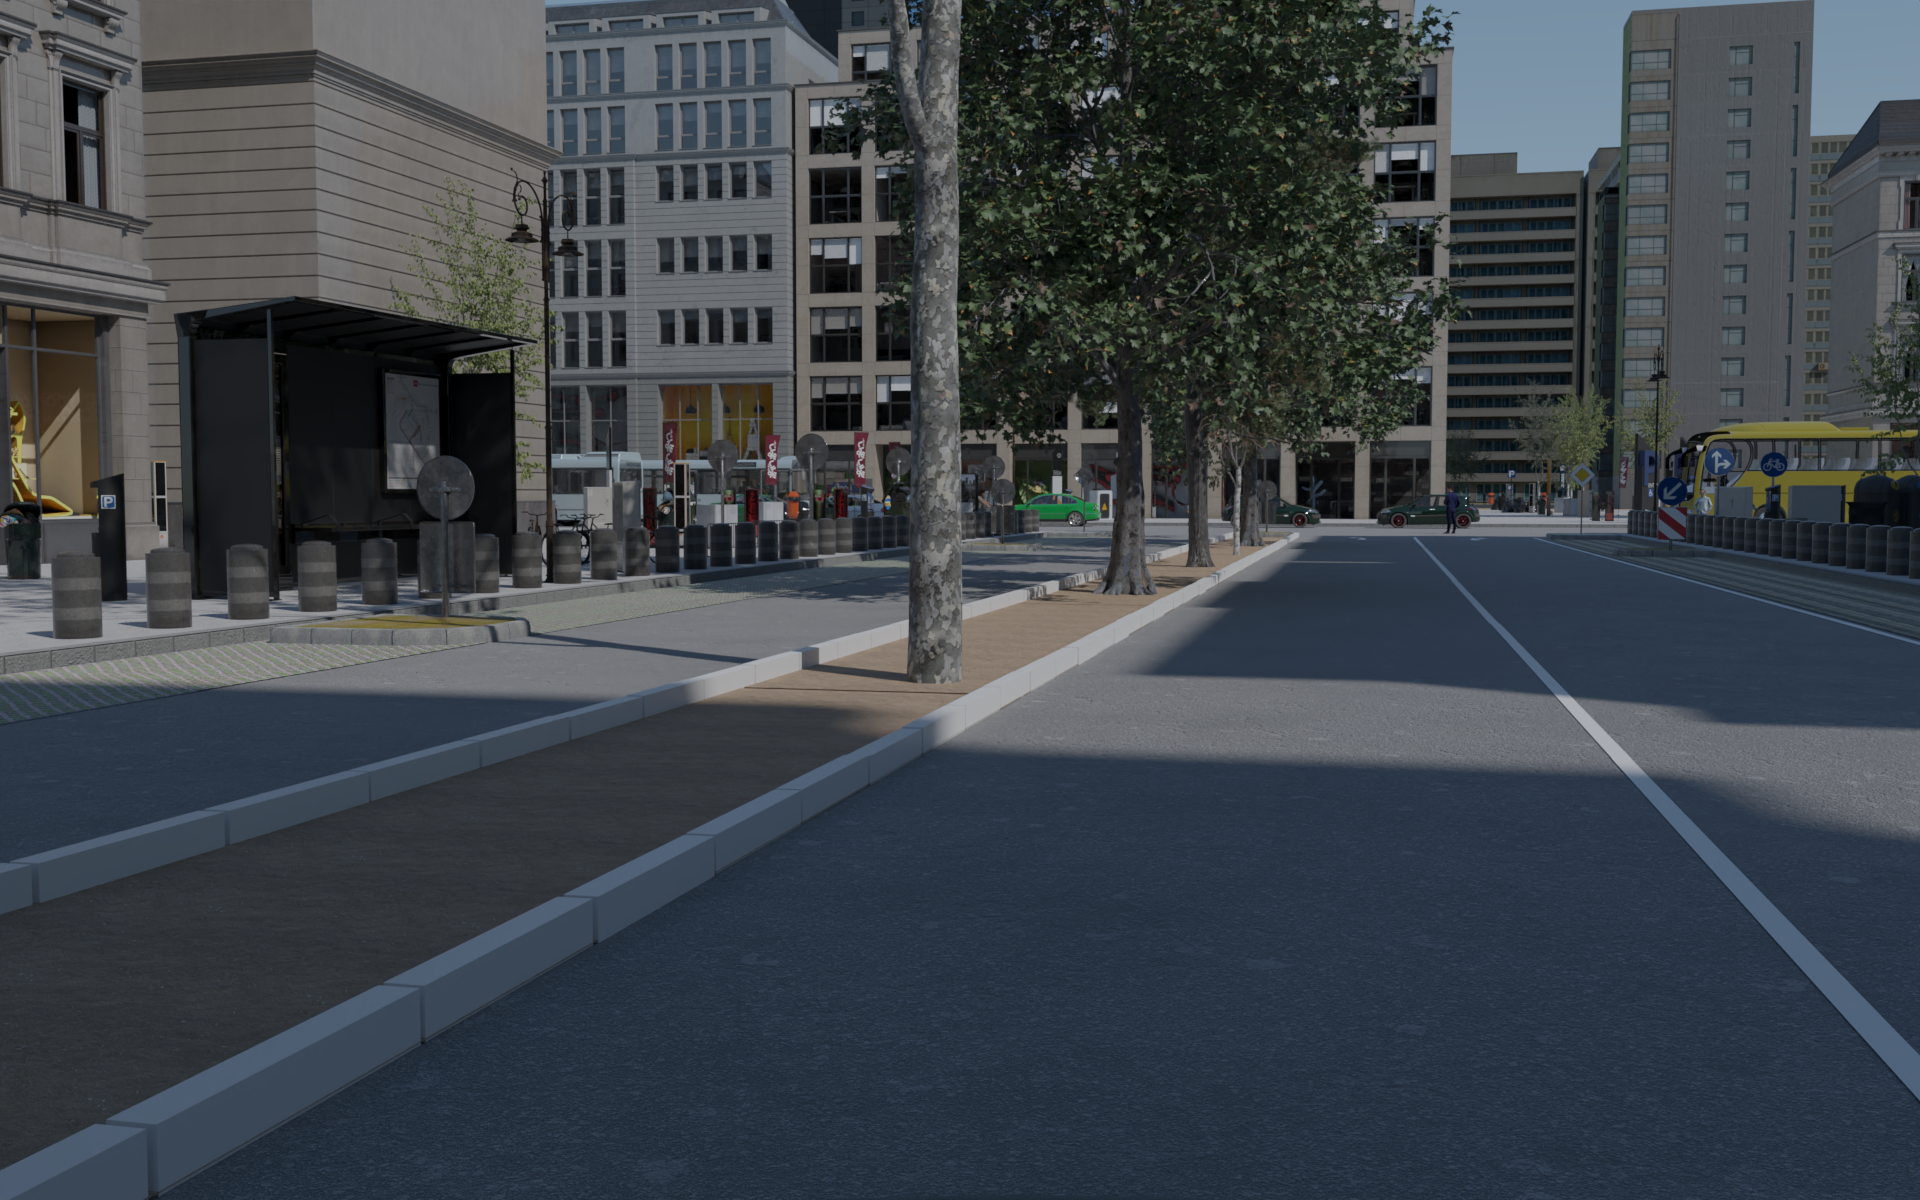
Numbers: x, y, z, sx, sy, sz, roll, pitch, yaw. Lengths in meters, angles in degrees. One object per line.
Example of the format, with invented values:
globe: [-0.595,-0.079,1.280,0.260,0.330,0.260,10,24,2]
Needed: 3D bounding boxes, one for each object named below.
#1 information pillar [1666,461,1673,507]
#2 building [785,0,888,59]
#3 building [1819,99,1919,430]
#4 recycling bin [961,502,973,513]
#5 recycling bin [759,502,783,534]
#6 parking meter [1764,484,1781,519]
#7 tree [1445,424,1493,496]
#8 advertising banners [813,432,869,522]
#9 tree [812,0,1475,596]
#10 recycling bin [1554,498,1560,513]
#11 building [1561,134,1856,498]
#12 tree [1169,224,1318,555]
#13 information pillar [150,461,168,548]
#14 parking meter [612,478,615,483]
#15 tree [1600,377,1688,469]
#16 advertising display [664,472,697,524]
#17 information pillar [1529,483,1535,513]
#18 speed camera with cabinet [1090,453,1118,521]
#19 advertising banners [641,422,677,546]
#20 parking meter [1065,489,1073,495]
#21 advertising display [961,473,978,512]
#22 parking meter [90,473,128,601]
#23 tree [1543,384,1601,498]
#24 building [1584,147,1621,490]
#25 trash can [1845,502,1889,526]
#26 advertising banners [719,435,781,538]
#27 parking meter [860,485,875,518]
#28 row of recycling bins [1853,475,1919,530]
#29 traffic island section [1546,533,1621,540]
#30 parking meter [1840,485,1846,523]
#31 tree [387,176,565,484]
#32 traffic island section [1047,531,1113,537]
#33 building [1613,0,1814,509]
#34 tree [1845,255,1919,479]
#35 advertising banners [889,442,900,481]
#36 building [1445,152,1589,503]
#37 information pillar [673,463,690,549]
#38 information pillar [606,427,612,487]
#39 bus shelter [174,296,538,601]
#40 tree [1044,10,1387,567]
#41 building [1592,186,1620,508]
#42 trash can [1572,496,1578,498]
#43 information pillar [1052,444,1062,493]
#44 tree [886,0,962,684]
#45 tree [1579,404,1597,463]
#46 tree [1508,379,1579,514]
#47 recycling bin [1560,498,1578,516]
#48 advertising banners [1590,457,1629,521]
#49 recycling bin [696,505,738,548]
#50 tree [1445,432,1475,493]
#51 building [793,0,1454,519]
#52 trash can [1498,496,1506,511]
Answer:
information pillar: [53.690,-8.551,131.166,0.504,3.616,0.183,3,4,38]
building: [-14.640,-46.860,204.406,20.611,71.187,20.563,1,4,13]
building: [45.968,-14.410,86.508,40.483,20.767,10.553,1,4,13]
recycling bin: [-0.019,-2.431,52.293,0.722,1.027,0.722,-1,4,-9]
recycling bin: [-6.194,-2.666,56.141,0.722,1.027,0.722,-2,4,-32]
parking meter: [21.049,-2.230,44.879,0.372,1.533,0.369,0,3,0]
tree: [53.689,-14.210,182.694,4.360,8.622,3.978,0,3,0]
advertising banners: [-3.356,-3.194,48.411,2.074,3.025,0.090,-3,5,-41]
tree: [2.435,-6.428,24.562,9.611,12.733,9.660,0,3,0]
recycling bin: [41.389,-6.522,119.193,0.722,1.027,0.722,-3,5,-44]
building: [80.258,-29.828,179.561,32.217,40.220,23.993,1,4,13]
tree: [6.498,-5.361,40.465,4.360,8.622,3.978,0,3,0]
information pillar: [-17.816,-2.076,38.437,0.304,2.012,0.304,2,4,32]
parking meter: [-12.695,-3.508,63.060,0.255,1.863,0.399,-1,4,-12]
tree: [42.168,-9.516,105.955,4.737,8.622,4.395,0,3,0]
advertising display: [-8.117,-2.753,50.217,0.974,1.923,0.123,1,4,9]
information pillar: [38.807,-6.910,117.477,0.304,2.012,0.304,3,5,41]
speed camera with cabinet: [7.064,-5.360,81.970,2.038,3.252,0.660,-3,4,-39]
advertising banners: [-7.625,-2.830,42.457,2.074,3.025,0.090,3,4,38]
parking meter: [9.290,-8.468,146.866,0.372,1.533,0.369,0,3,0]
advertising display: [0.146,-2.956,53.547,0.974,1.923,0.123,3,4,38]
parking meter: [-10.230,-0.758,20.812,0.372,1.533,0.369,0,3,0]
tree: [40.831,-10.012,114.056,4.737,8.622,4.395,0,3,0]
building: [97.515,-37.854,242.612,21.600,48.544,21.300,1,4,13]
trash can: [17.100,-1.286,32.687,0.748,1.137,0.748,0,3,0]
advertising banners: [-6.117,-3.328,50.595,2.074,3.025,0.090,-3,4,-37]
parking meter: [-2.493,-2.339,46.661,0.372,1.533,0.369,0,3,0]
row of recycling bins: [20.909,-1.847,37.307,3.534,1.692,1.069,-1,4,-9]
traffic island section: [19.800,-2.011,55.166,2.009,0.180,2.903,1,4,13]
parking meter: [23.845,-2.364,47.061,0.372,1.533,0.369,0,3,0]
tree: [-11.027,-5.489,40.112,4.737,8.622,4.395,0,3,0]
traffic island section: [4.198,-2.239,58.884,2.009,0.180,2.903,1,4,13]
building: [63.793,-28.464,148.974,14.154,41.232,14.086,1,4,13]
tree: [28.613,-6.182,51.433,4.737,8.622,4.395,0,3,0]
advertising banners: [-1.600,-3.744,57.397,2.074,3.025,0.090,3,5,41]
building: [76.661,-38.200,248.268,21.600,48.544,21.300,1,4,13]
information pillar: [-6.524,-2.212,40.662,0.304,2.012,0.304,1,4,10]
information pillar: [-12.210,-4.217,60.297,0.183,3.616,0.504,-2,4,-24]
bus shelter: [-8.002,-1.988,23.789,1.731,3.624,6.357,1,4,13]
tree: [4.586,-6.668,33.539,6.751,12.117,7.091,0,3,0]
building: [67.073,-23.960,163.449,14.160,30.474,14.107,1,4,13]
trash can: [42.794,-6.630,120.059,0.748,1.137,0.748,0,3,0]
information pillar: [4.510,-5.442,80.331,0.504,3.616,0.183,-2,4,-24]
tree: [-1.175,-9.501,13.690,12.611,20.169,13.585,0,3,0]
tree: [47.841,-11.357,136.052,4.360,8.622,3.978,0,3,0]
tree: [36.766,-9.747,109.726,4.360,8.622,3.978,0,3,0]
recycling bin: [35.600,-5.396,100.784,0.722,1.027,0.722,-2,4,-23]
advertising banners: [30.599,-5.223,81.592,0.090,3.025,2.074,-2,4,-32]
recycling bin: [-5.784,-1.755,41.244,0.722,1.027,0.722,3,5,39]
tree: [57.750,-15.409,202.291,4.737,8.622,4.395,0,3,0]
building: [9.910,-18.012,99.004,34.151,26.468,19.350,1,4,13]
trash can: [41.694,-7.434,133.195,0.748,1.137,0.748,0,3,0]
